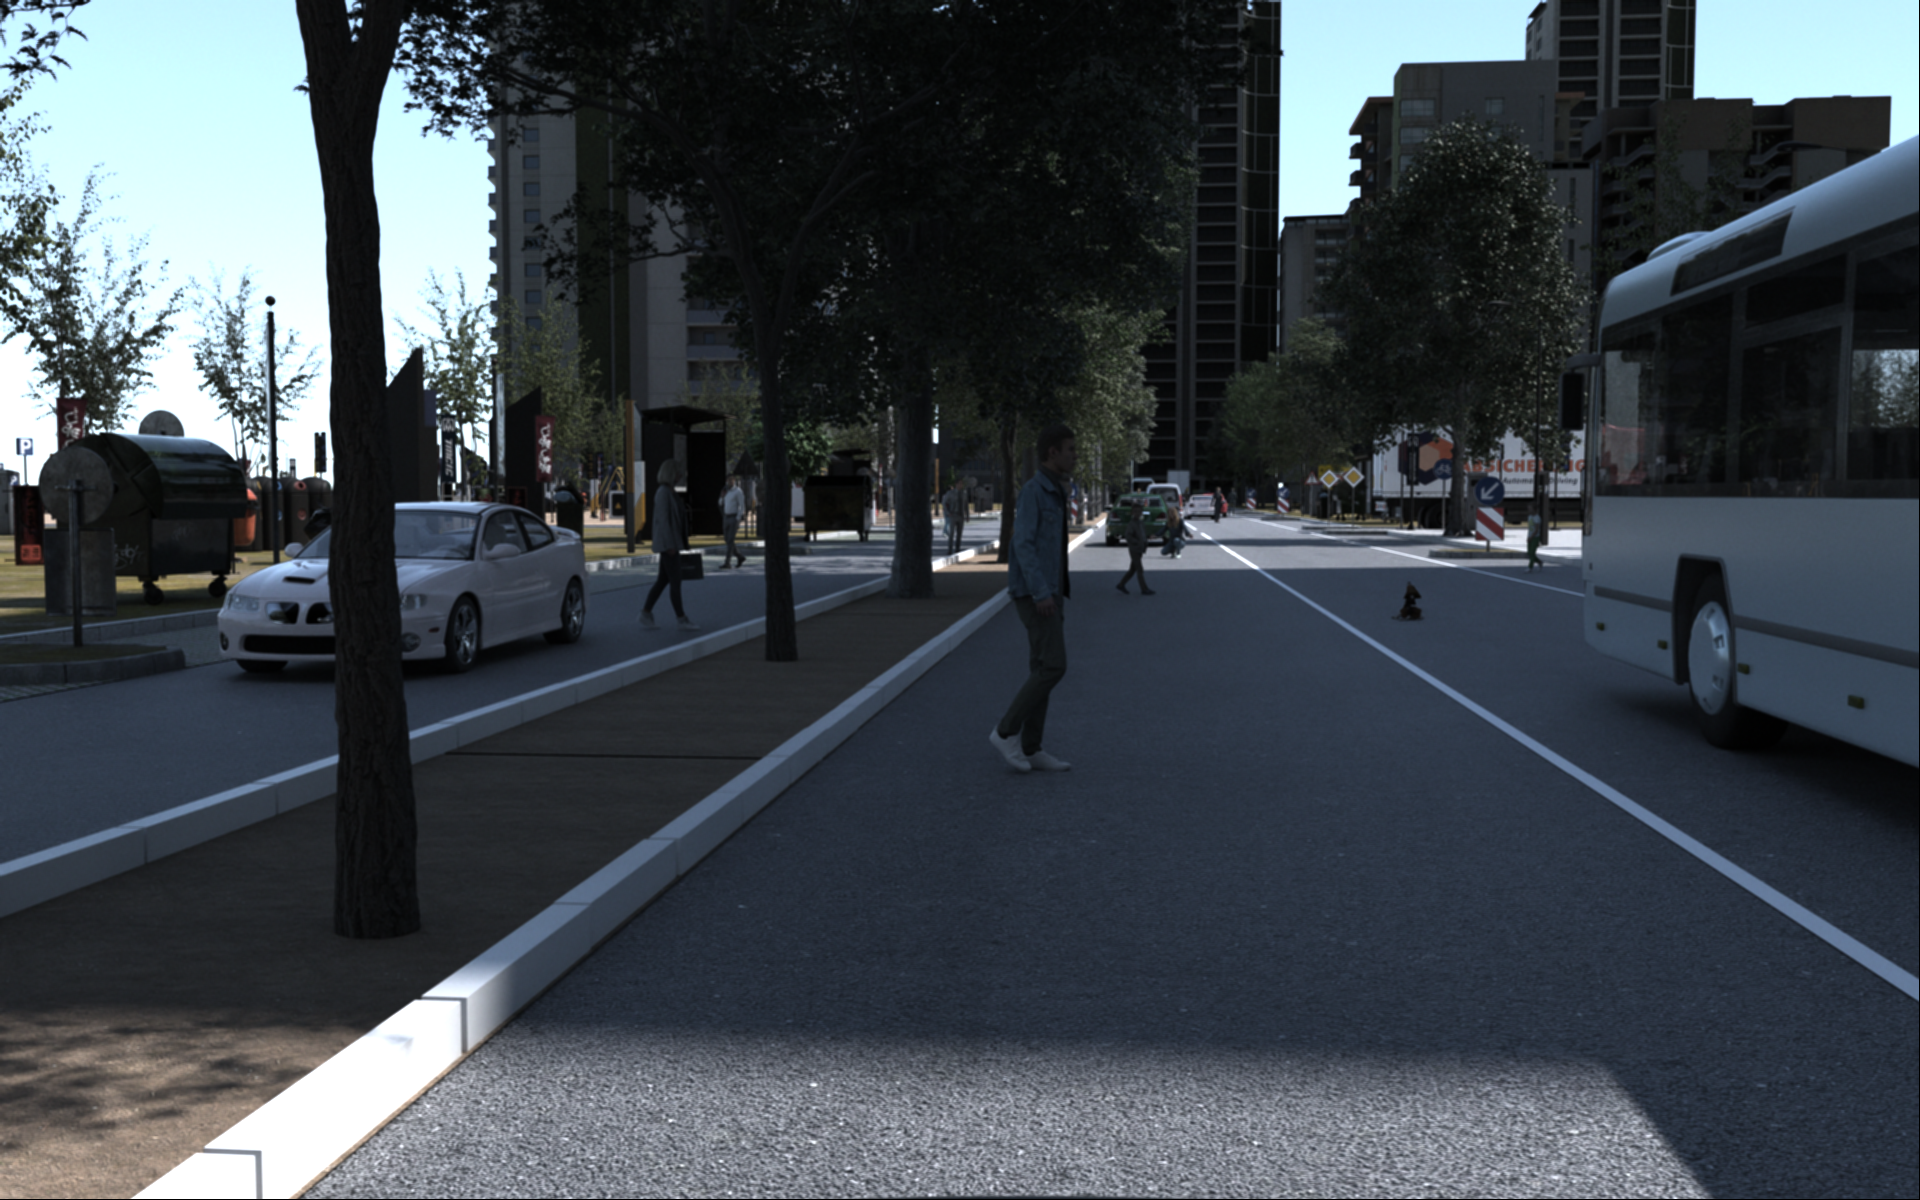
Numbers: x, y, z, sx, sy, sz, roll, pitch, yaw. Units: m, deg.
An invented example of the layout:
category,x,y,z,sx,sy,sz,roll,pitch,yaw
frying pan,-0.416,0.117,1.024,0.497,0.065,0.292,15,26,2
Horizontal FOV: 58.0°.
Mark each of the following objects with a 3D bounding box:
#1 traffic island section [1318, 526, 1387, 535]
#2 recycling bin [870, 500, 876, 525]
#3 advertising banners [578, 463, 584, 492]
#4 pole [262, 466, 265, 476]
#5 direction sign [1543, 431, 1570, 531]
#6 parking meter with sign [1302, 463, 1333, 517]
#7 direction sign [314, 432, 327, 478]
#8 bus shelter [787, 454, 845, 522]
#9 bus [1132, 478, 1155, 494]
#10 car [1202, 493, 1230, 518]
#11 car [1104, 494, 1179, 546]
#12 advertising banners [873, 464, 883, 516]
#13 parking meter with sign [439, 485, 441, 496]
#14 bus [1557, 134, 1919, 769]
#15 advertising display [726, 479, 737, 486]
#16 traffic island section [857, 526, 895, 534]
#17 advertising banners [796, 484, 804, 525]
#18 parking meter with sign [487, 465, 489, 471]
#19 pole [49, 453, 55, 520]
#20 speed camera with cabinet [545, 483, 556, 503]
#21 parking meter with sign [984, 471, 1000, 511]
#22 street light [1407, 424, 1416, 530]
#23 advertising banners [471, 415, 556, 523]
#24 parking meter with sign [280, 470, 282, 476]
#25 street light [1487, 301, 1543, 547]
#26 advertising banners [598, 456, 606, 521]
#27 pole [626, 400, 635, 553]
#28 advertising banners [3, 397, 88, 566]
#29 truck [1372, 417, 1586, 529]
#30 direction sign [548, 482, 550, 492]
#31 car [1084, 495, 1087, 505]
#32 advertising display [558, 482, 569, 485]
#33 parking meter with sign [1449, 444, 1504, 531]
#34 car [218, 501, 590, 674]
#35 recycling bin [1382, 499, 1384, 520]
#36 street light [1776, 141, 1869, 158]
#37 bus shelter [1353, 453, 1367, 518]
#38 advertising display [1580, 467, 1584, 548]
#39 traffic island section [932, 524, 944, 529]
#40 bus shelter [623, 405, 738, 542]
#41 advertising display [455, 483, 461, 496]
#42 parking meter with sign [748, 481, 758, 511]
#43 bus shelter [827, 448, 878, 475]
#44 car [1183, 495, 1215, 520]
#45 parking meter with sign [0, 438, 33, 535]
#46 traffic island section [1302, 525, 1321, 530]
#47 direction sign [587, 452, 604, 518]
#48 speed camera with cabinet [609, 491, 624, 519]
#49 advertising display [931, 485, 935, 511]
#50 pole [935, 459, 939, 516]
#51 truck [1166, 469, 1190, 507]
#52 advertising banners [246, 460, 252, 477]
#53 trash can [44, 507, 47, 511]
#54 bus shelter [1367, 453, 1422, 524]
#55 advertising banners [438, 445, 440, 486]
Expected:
category,x,y,z,sx,sy,sz,roll,pitch,yaw
traffic island section,14.039,-2.418,61.807,2.009,0.180,2.903,0,4,6
recycling bin,-3.888,-3.615,71.663,0.722,1.027,0.722,0,4,6
advertising banners,-22.947,-6.510,102.627,0.090,3.025,2.074,2,4,27
pole,-51.294,-8.185,127.674,0.158,3.312,0.155,0,3,0
direction sign,20.961,-4.215,60.913,0.876,3.537,0.379,1,4,17
parking meter with sign,20.117,-6.186,97.396,1.738,3.016,0.543,1,4,14
direction sign,-23.320,-4.356,63.216,0.876,3.537,0.379,3,5,44
bus shelter,-6.881,-5.357,81.515,2.014,3.302,5.546,0,4,6
bus,21.992,-13.000,207.403,2.948,3.499,13.247,0,4,7
car,15.639,-6.016,107.405,2.155,1.783,4.494,0,4,7
car,5.112,-2.274,48.976,2.131,1.459,4.920,0,4,8
advertising banners,-4.790,-6.289,99.009,0.090,3.025,2.074,1,4,18
parking meter with sign,-44.148,-9.278,147.952,1.738,3.016,0.543,-1,4,-17
bus,5.146,-0.731,6.811,2.948,3.499,13.247,0,4,6
advertising display,-9.907,-4.157,73.187,0.974,1.923,0.123,-1,4,-13
traffic island section,-2.563,-2.523,63.529,2.009,0.180,2.903,0,4,6
advertising banners,-6.176,-4.689,72.847,2.074,3.025,0.090,-3,5,-41
parking meter with sign,-28.156,-6.477,102.156,0.543,3.016,1.738,1,4,12
pole,-45.434,-5.678,86.683,0.158,3.312,0.155,0,3,0
speed camera with cabinet,-32.694,-8.736,137.170,2.038,3.252,0.660,2,4,32
parking meter with sign,2.175,-8.374,133.172,1.738,3.016,0.543,0,4,5
street light,15.496,-5.436,61.420,1.470,5.913,1.316,0,4,6
advertising banners,-9.714,-2.546,37.822,2.074,3.025,0.090,-3,5,-43
parking meter with sign,-48.214,-7.898,125.396,1.738,3.016,0.543,-1,4,-9
street light,13.404,-4.239,41.844,1.470,5.913,1.316,0,4,6
advertising banners,-16.853,-5.217,81.493,0.090,3.025,2.074,0,4,-3
pole,-7.165,-2.679,37.642,0.158,3.312,0.155,0,3,0
advertising banners,-16.738,-2.132,31.039,2.074,3.025,0.090,-2,4,-29
truck,21.250,-4.627,64.568,11.283,4.237,2.839,0,4,5
direction sign,-35.247,-9.588,148.760,0.379,3.537,0.876,-2,4,-29
car,14.452,-11.500,200.393,2.083,1.381,4.827,0,4,5
advertising display,-21.823,-5.513,95.356,0.123,1.923,0.974,3,4,36
parking meter with sign,18.082,-3.940,60.674,1.738,3.016,0.543,0,4,8
car,-4.734,-0.186,15.401,2.083,1.381,4.827,0,4,5
recycling bin,21.071,-4.395,84.406,0.722,1.027,0.722,-2,4,-27
street light,11.454,-3.082,22.931,1.470,5.913,1.316,0,4,6
bus shelter,22.084,-6.969,91.569,2.179,5.291,8.768,0,4,6
advertising display,15.062,-2.195,41.096,0.123,1.923,0.974,-1,4,-15
traffic island section,-1.739,-3.009,71.471,2.009,0.180,2.903,0,4,6
bus shelter,-7.798,-3.525,48.910,1.731,3.624,6.357,0,4,6
advertising display,-28.764,-5.768,99.519,0.123,1.923,0.974,-3,4,-37
parking meter with sign,-15.569,-8.217,130.600,0.543,3.016,1.738,1,4,9
bus shelter,-5.622,-6.122,91.374,1.731,3.624,6.357,0,4,6
car,13.712,-5.261,98.382,2.083,1.381,4.827,0,4,4
parking meter with sign,-29.717,-3.529,53.961,1.738,3.016,0.543,1,4,21
traffic island section,14.863,-2.903,69.749,2.009,0.180,2.903,0,4,6
direction sign,-19.523,-6.160,92.718,0.876,3.537,0.379,0,4,-5
speed camera with cabinet,-17.337,-5.890,90.642,2.038,3.252,0.660,-1,4,-13
advertising display,-2.495,-8.309,141.067,0.974,1.923,0.123,-2,4,-32
pole,-1.334,-6.493,100.009,0.158,3.312,0.155,0,3,0
truck,24.868,-12.747,197.328,2.839,4.237,11.283,0,4,7
advertising banners,-36.633,-5.626,88.168,0.090,3.025,2.074,1,4,12
trash can,-60.846,-6.356,115.580,0.748,1.137,0.748,0,3,0
bus shelter,20.011,-6.101,77.379,2.179,5.291,8.768,0,4,6
advertising banners,-18.987,-3.984,61.333,2.074,3.025,0.090,3,5,39
